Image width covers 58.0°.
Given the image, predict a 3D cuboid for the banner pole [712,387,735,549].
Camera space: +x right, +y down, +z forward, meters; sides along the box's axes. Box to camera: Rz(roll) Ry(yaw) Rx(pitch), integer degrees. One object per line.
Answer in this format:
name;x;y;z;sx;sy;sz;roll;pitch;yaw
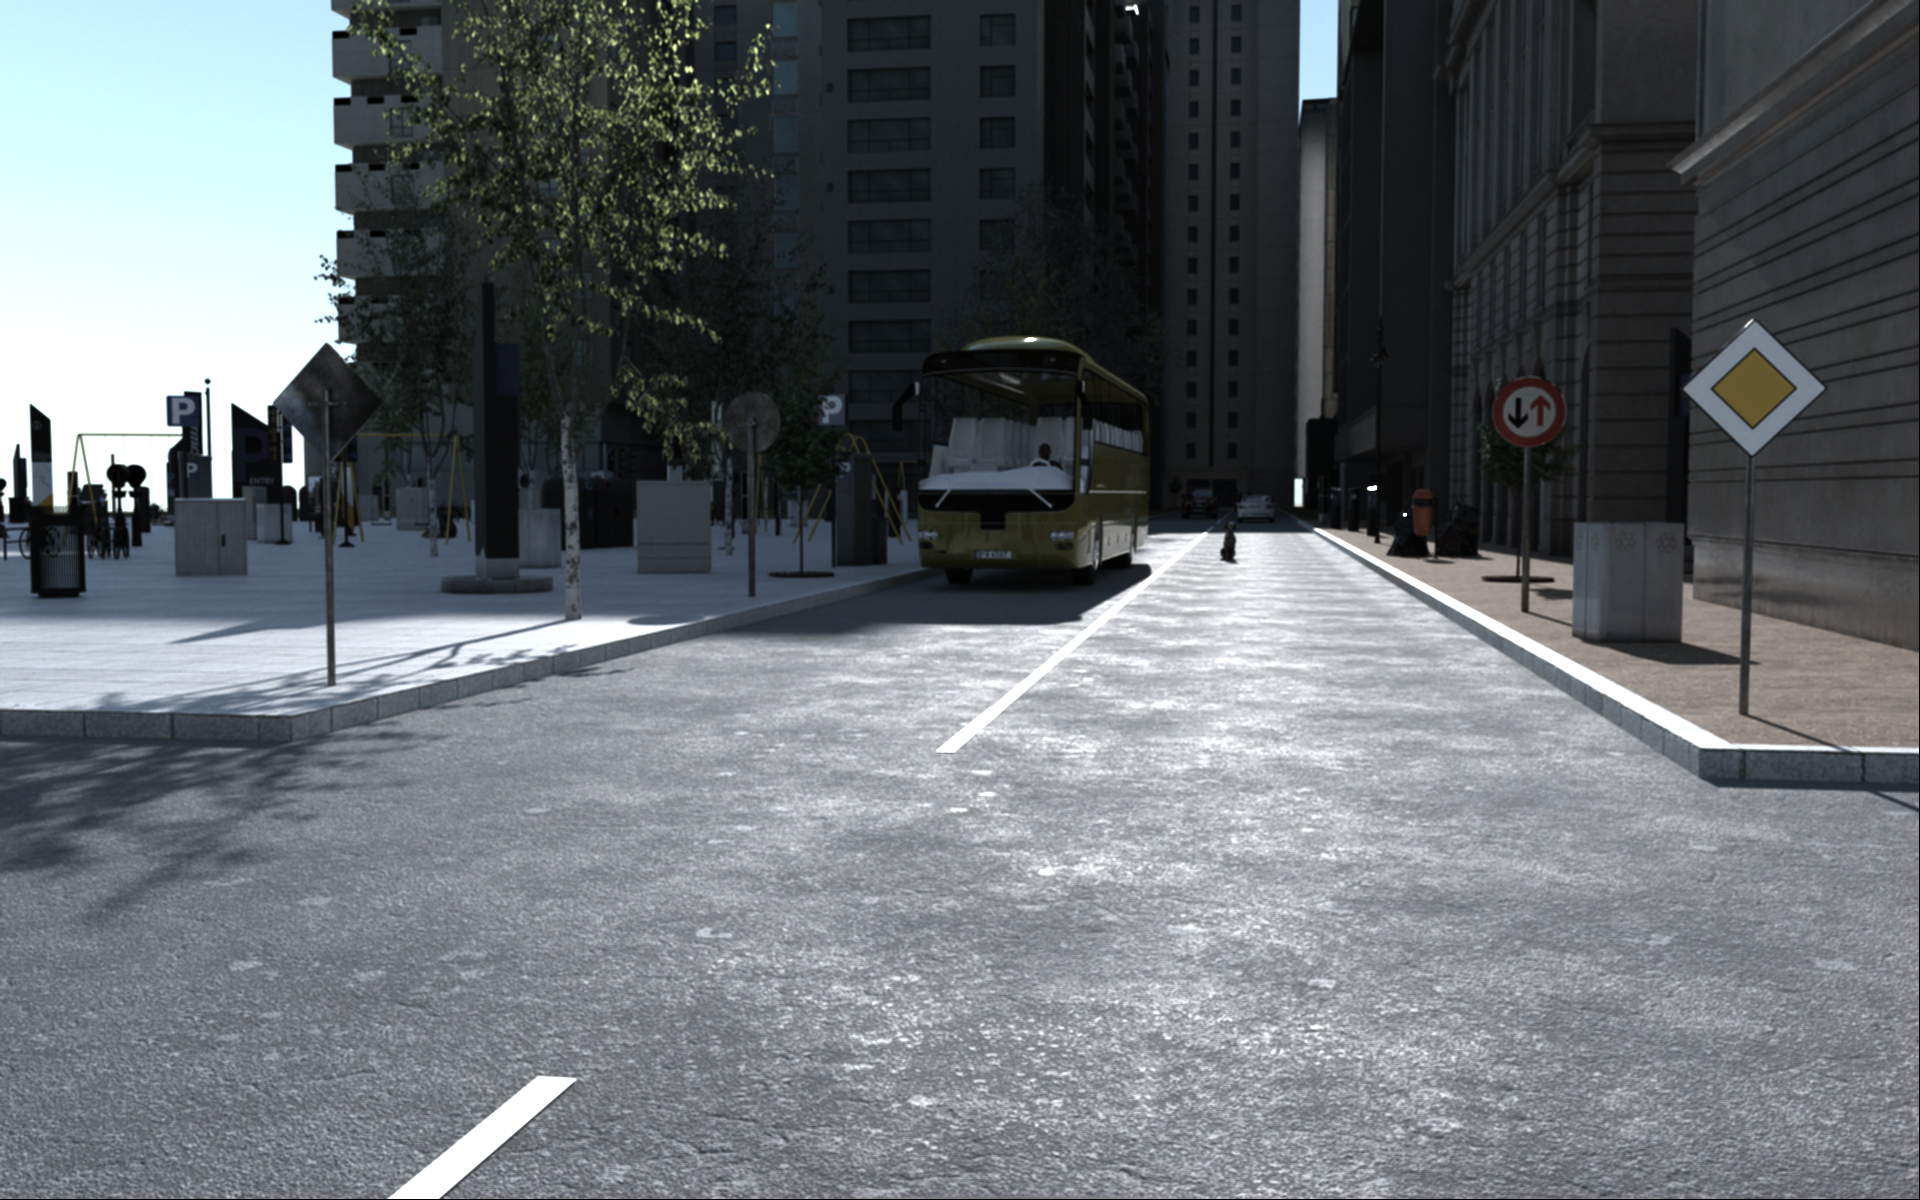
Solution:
banner pole;-5.594;-3.089;40.520;0.401;3.779;0.863;-3;4;-39

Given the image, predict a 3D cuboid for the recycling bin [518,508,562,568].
recycling bin;-7.412;-1.082;30.244;0.722;1.027;0.722;0;4;4

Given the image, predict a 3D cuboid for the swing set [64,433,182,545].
swing set;-21.191;-2.896;44.973;3.119;2.851;2.862;-1;4;-9

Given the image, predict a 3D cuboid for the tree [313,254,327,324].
tree;-10.834;-5.187;35.175;4.360;8.622;3.978;0;3;0

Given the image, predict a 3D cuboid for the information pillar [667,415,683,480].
information pillar;-8.269;-3.608;50.343;0.504;3.616;0.183;-3;5;-42

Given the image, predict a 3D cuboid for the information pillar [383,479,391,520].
information pillar;-28.205;-4.941;85.274;0.304;2.012;0.304;-1;4;-12

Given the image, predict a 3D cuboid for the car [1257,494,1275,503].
car;21.072;-6.687;121.330;2.014;1.417;4.499;0;4;8

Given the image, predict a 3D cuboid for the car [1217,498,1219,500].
car;19.203;-7.753;135.801;2.155;1.783;4.494;1;4;11

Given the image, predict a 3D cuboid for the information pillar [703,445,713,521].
information pillar;-12.028;-5.595;82.829;0.504;3.616;0.183;1;4;19

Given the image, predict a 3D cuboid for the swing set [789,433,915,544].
swing set;-2.805;-2.950;45.856;2.862;2.851;3.119;0;4;3

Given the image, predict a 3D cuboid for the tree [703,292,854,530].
tree;-5.961;-6.819;61.858;4.737;8.622;4.395;0;3;0

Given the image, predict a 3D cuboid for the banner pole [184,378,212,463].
banner pole;-16.375;-2.896;37.367;0.401;3.779;0.863;2;4;25

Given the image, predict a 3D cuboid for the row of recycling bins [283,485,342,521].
row of recycling bins;-30.549;-4.608;82.449;3.534;1.692;1.069;-2;4;-28

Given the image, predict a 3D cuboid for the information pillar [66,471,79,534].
information pillar;-28.680;-3.151;56.005;0.304;2.012;0.304;-2;4;-34

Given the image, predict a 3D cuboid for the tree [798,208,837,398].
tree;-4.769;-5.257;36.315;4.360;8.622;3.978;0;3;0

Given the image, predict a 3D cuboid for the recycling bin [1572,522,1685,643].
recycling bin;5.886;-0.167;15.284;0.722;1.027;0.722;0;4;-1

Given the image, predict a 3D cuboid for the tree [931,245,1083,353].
tree;1.596;-6.157;51.034;4.737;8.622;4.395;0;3;0

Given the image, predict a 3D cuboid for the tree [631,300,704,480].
tree;-10.666;-7.034;65.374;4.737;8.622;4.395;0;3;0

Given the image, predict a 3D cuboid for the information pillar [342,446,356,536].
information pillar;-18.812;-3.783;53.202;0.504;3.616;0.183;3;4;36

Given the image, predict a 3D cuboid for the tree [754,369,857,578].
tree;-2.424;-1.971;26.832;1.663;3.219;1.824;0;3;0

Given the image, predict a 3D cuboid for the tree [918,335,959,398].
tree;0.029;-7.802;77.929;4.360;8.622;3.978;0;3;0

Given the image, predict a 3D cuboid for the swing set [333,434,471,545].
swing set;-14.662;-2.908;45.170;3.119;2.851;2.862;0;4;-4

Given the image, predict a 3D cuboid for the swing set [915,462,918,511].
swing set;-1.323;-5.252;83.485;3.119;2.851;2.862;-1;4;-14

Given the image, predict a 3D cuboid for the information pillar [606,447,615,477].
information pillar;-17.437;-5.818;86.484;0.183;3.616;0.504;3;4;36

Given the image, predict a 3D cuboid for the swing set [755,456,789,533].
swing set;-5.126;-3.678;57.763;3.119;2.851;2.862;0;4;1

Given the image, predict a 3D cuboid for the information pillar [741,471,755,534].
information pillar;-6.865;-3.159;56.135;0.304;2.012;0.304;3;5;40

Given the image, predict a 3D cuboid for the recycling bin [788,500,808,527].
recycling bin;-6.416;-3.422;68.500;0.722;1.027;0.722;-1;4;-14

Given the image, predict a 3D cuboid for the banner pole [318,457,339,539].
banner pole;-18.193;-3.666;49.954;0.863;3.779;0.401;2;4;28

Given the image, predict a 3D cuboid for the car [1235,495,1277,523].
car;15.006;-4.615;87.815;2.083;1.381;4.827;1;4;10

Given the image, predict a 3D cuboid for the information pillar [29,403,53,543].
information pillar;-23.801;-3.274;44.878;0.504;3.616;0.183;-3;5;-43

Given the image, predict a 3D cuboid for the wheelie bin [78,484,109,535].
wheelie bin;-27.475;-2.875;54.910;0.980;1.594;0.693;0;4;4

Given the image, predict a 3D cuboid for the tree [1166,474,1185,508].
tree;20.180;-10.270;162.517;1.663;3.219;1.824;0;3;0

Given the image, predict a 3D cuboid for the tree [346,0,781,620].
tree;-3.897;-4.091;17.256;4.360;8.622;3.978;0;3;0

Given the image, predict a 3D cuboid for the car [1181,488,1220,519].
car;14.195;-5.726;102.292;2.281;1.827;5.304;1;4;9

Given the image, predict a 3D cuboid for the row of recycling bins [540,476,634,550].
row of recycling bins;-8.843;-2.072;40.986;1.069;1.692;3.534;1;4;17

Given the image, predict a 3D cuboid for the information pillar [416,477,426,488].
information pillar;-22.722;-4.193;73.053;0.304;2.012;0.304;0;3;0

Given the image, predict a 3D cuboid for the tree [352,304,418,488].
tree;-21.031;-7.019;65.116;4.737;8.622;4.395;0;3;0

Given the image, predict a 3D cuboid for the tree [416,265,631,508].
tree;-13.630;-6.347;54.133;4.737;8.622;4.395;0;3;0

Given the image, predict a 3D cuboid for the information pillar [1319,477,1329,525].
information pillar;15.222;-4.159;72.484;0.304;2.012;0.304;-1;4;-18

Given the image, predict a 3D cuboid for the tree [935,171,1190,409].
tree;3.576;-9.577;66.952;12.009;13.543;11.850;0;3;0

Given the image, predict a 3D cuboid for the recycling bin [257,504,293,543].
recycling bin;-17.979;-2.011;45.435;0.722;1.027;0.722;-3;4;-37

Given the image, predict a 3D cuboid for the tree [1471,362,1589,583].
tree;8.376;-1.889;25.481;1.663;3.219;1.824;0;3;0
